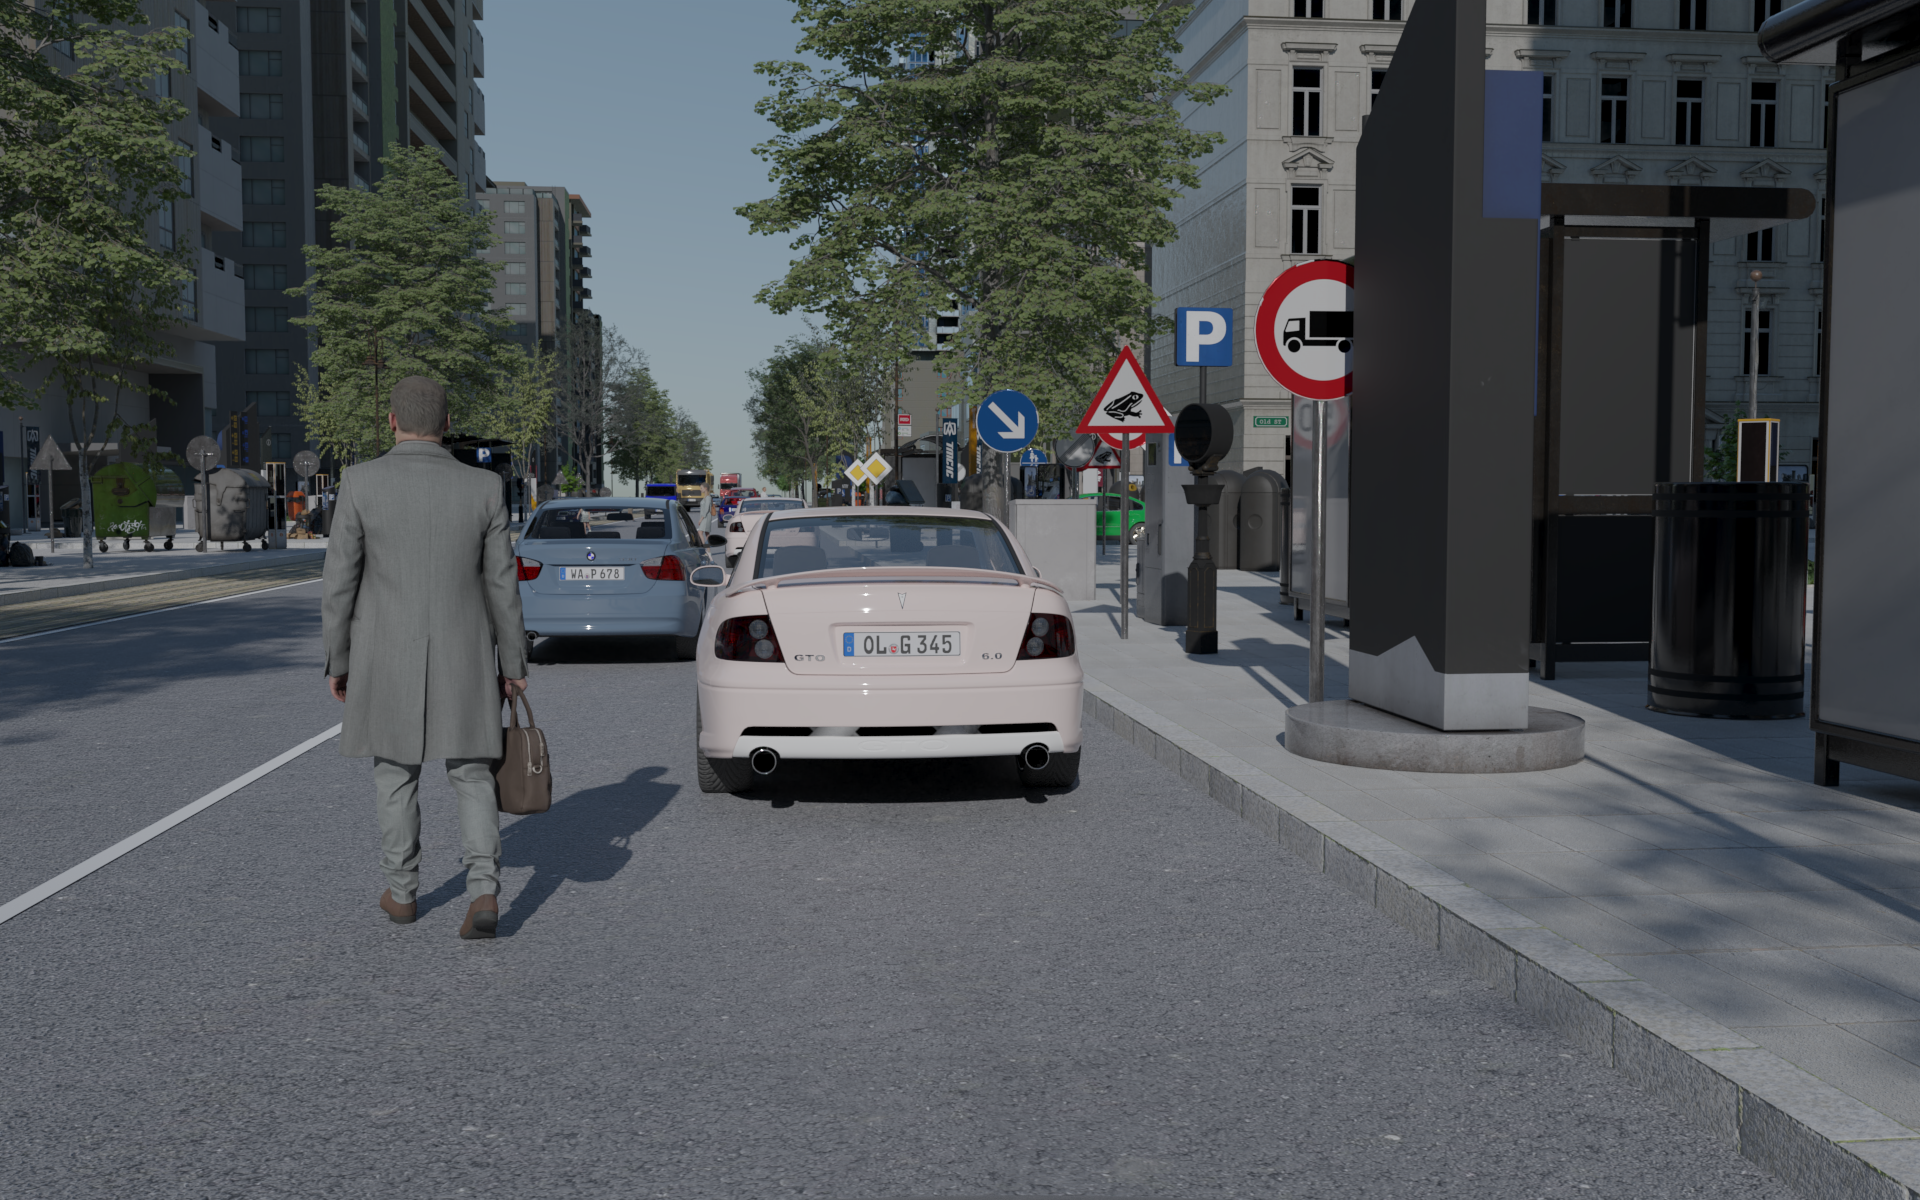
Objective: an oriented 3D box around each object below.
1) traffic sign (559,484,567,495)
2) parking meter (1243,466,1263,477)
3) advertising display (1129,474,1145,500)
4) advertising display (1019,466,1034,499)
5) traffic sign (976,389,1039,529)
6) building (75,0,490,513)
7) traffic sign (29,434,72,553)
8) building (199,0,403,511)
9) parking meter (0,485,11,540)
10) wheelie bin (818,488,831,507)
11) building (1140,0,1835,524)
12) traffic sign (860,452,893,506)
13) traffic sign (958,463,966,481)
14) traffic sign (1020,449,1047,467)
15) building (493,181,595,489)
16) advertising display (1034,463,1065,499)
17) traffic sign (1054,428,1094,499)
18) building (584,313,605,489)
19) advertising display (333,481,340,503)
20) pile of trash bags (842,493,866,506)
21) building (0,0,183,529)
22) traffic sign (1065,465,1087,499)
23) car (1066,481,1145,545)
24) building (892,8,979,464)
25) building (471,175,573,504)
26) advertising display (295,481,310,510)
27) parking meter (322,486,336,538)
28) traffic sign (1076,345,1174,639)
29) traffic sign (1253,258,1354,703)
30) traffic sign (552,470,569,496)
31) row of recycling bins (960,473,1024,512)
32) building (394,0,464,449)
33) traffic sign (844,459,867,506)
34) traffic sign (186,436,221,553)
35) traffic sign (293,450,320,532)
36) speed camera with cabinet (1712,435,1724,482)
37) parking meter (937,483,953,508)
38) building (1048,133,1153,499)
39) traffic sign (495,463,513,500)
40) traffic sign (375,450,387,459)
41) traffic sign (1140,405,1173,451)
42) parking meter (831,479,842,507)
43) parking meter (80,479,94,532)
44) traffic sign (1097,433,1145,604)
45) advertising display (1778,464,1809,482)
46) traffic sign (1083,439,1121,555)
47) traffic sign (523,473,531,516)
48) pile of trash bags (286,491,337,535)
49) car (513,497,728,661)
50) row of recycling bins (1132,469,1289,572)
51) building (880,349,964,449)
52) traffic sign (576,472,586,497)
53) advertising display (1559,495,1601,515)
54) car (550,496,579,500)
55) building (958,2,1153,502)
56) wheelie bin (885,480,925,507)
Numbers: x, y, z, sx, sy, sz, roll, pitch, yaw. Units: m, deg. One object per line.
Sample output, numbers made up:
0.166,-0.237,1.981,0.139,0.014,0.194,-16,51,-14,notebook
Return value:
-23.403,-6.304,103.068,0.884,2.594,0.081,0,4,-4,traffic sign
6.217,-1.906,36.876,0.399,1.863,0.255,3,5,40,parking meter
5.713,-3.164,56.950,0.974,1.923,0.123,-3,5,-45,advertising display
1.562,-2.099,39.527,0.123,1.923,0.974,1,4,20,advertising display
0.579,-1.291,21.213,0.768,2.556,0.104,0,4,3,traffic sign
-57.447,-34.534,153.862,28.713,52.752,27.495,0,4,-6,building
-19.770,-2.304,37.667,0.884,2.594,0.081,0,4,-5,traffic sign
-44.179,-26.077,109.953,14.154,41.232,14.086,0,4,-6,building
-26.527,-2.419,47.962,0.372,1.533,0.369,0,3,0,parking meter
-7.213,-5.201,92.937,0.980,1.594,0.693,1,4,18,wheelie bin
31.028,-18.224,74.373,44.131,29.872,17.030,0,4,-6,building
-1.989,-2.296,41.179,0.795,2.450,0.064,0,4,-6,traffic sign
-0.158,-4.306,70.516,0.768,2.556,0.104,0,4,-2,traffic sign
2.071,-2.973,48.720,0.768,2.556,0.104,0,4,-1,traffic sign
-63.828,-36.101,244.882,22.147,44.769,28.867,0,4,-6,building
1.916,-1.915,36.521,0.123,1.923,0.974,-2,4,-26,advertising display
2.192,-2.028,33.265,0.768,2.556,0.104,0,4,-1,traffic sign
-62.721,-30.295,267.031,14.160,30.474,14.107,0,4,-6,building
-31.355,-5.053,87.826,0.123,1.923,0.974,2,4,30,advertising display
-4.734,-4.255,79.315,1.912,1.369,3.447,0,4,-3,pile of trash bags
-46.504,-29.416,70.190,28.713,52.752,27.495,0,4,-6,building
2.724,-2.451,40.172,0.768,2.556,0.104,0,4,-1,traffic sign
3.393,-2.314,46.638,4.718,1.807,1.959,0,4,-6,car
-1.714,-58.442,268.197,22.319,86.520,31.000,0,4,-6,building
-58.020,-33.005,223.231,14.154,41.232,14.086,0,4,-6,building
-31.682,-4.788,83.497,0.123,1.923,0.974,1,4,13,advertising display
-18.649,-2.616,51.188,0.372,1.533,0.369,0,3,0,parking meter
1.455,-0.932,15.244,0.884,2.594,0.081,0,4,0,traffic sign
1.967,-0.573,9.483,0.768,2.556,0.104,0,4,-4,traffic sign
-21.292,-5.645,92.299,0.884,2.594,0.081,0,4,1,traffic sign
0.713,-1.727,35.341,1.069,1.692,3.534,1,4,11,row of recycling bins
-50.309,-30.975,130.142,21.300,48.544,21.600,0,4,-6,building
-2.895,-2.781,49.113,0.795,2.450,0.064,0,4,-6,traffic sign
-16.487,-2.302,37.749,0.768,2.556,0.104,0,4,3,traffic sign
-19.055,-3.083,50.507,0.768,2.556,0.104,0,4,-4,traffic sign
25.780,-3.864,57.516,0.660,3.252,2.038,0,4,-7,speed camera with cabinet
-0.367,-2.018,41.398,0.372,1.533,0.369,0,3,0,parking meter
10.044,-15.594,105.875,10.553,20.767,40.483,0,4,-6,building
-18.780,-4.357,71.347,0.768,2.556,0.104,0,4,1,traffic sign
-13.263,-2.219,39.917,0.795,2.450,0.064,0,4,-6,traffic sign
2.515,-1.269,21.932,0.795,2.450,0.064,0,4,-5,traffic sign
-4.697,-3.686,65.984,0.399,1.863,0.255,-3,5,-43,parking meter
-29.288,-3.206,58.130,0.399,1.863,0.255,-2,4,-30,parking meter
1.905,-1.222,20.092,0.768,2.556,0.104,0,4,-6,traffic sign
17.955,-1.982,37.625,0.974,1.923,0.123,-1,4,-13,advertising display
3.033,-2.228,36.438,0.884,2.594,0.081,0,4,0,traffic sign
-25.660,-6.306,103.204,0.768,2.556,0.104,0,4,-5,traffic sign
-19.964,-2.758,54.839,1.912,1.369,3.447,1,4,22,pile of trash bags
-3.202,-0.256,16.189,2.014,1.417,4.499,0,4,-6,car
4.446,-1.405,30.091,1.069,1.692,3.534,-2,4,-27,row of recycling bins
3.749,-24.200,240.716,27.650,21.520,28.899,0,4,-6,building
-22.757,-6.320,103.337,0.884,2.594,0.081,0,4,-4,traffic sign
13.301,-1.955,37.177,0.974,1.923,0.123,3,5,40,advertising display
-16.925,-3.751,73.912,1.945,1.354,3.894,0,4,-7,car
10.807,-43.288,146.017,20.563,71.187,20.611,0,4,-6,building
-1.245,-1.868,38.453,0.693,1.594,0.980,2,4,33,wheelie bin
